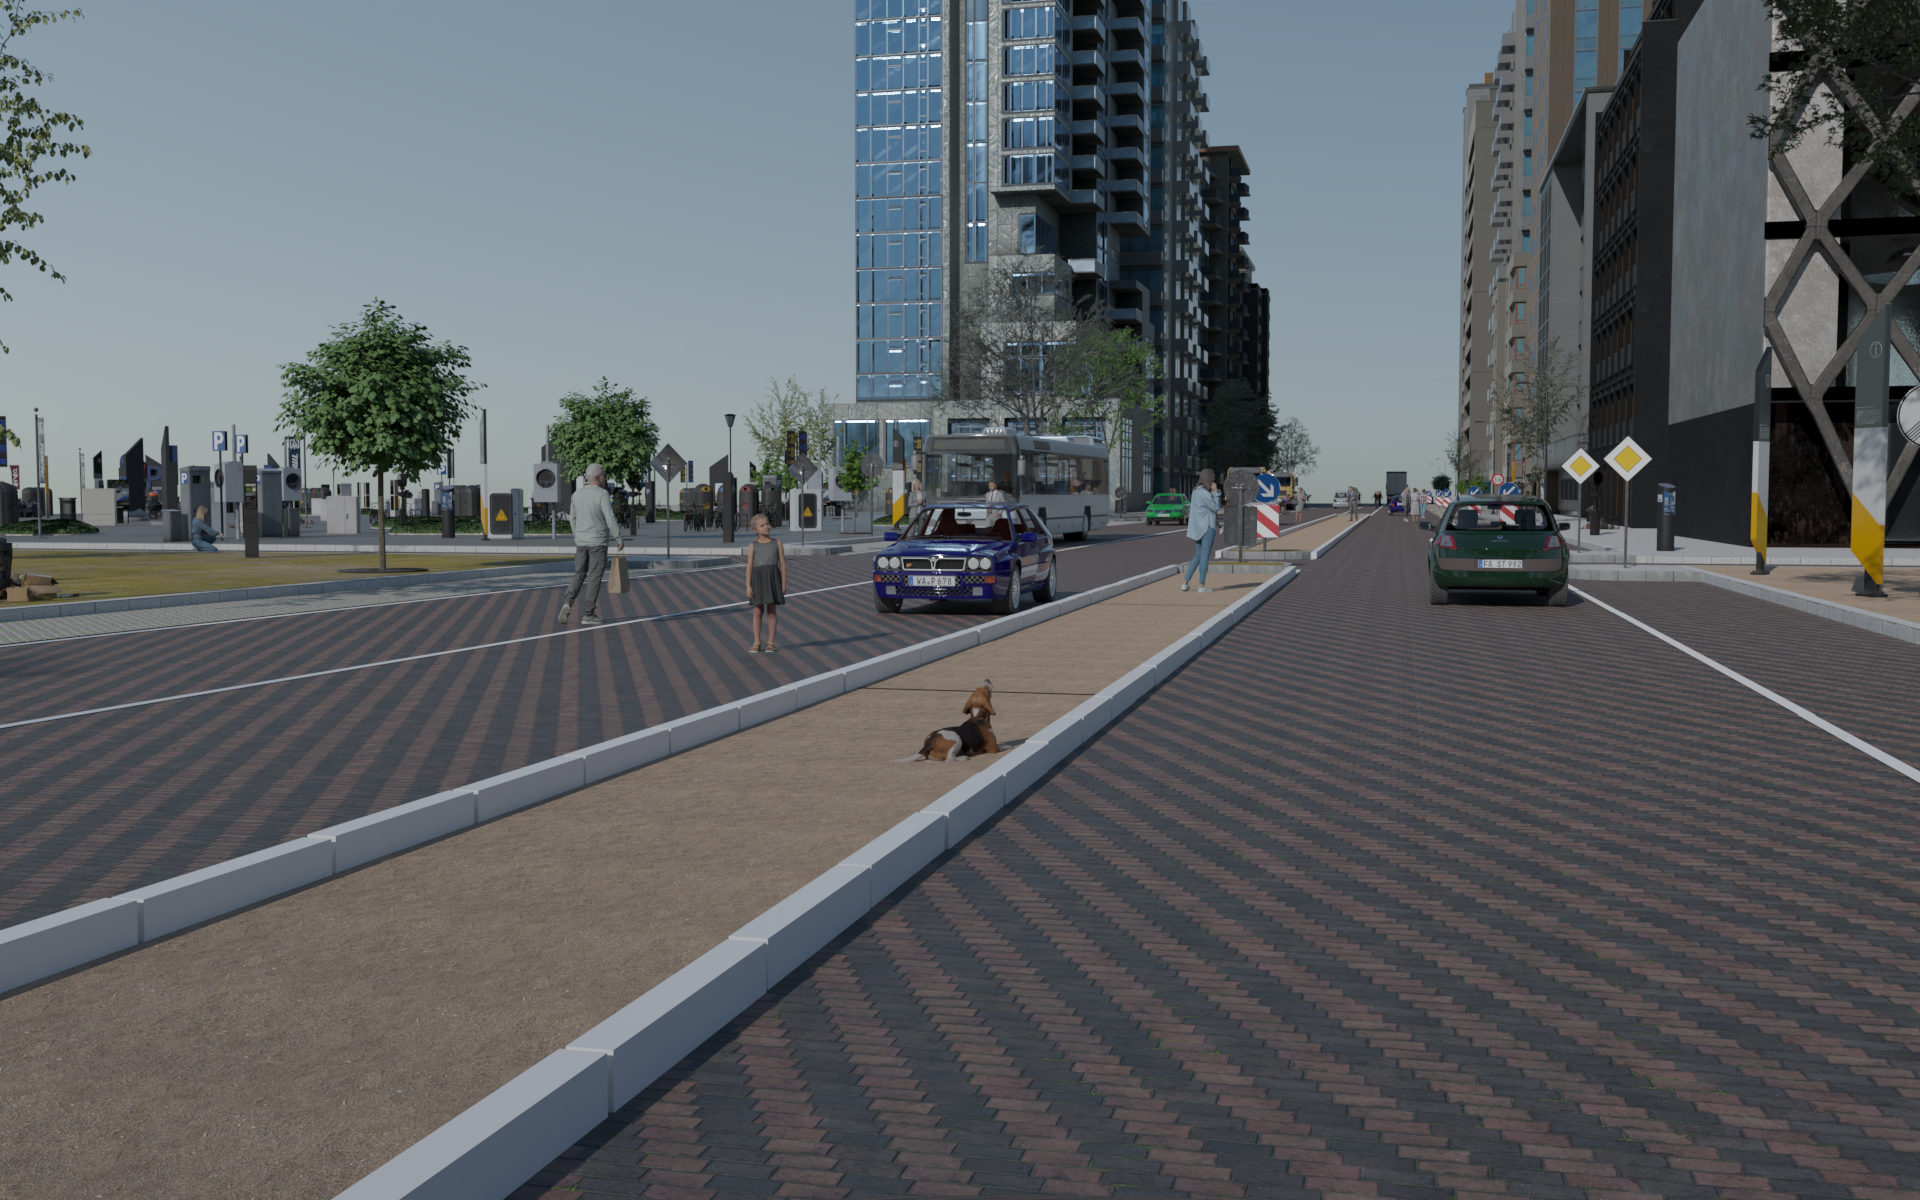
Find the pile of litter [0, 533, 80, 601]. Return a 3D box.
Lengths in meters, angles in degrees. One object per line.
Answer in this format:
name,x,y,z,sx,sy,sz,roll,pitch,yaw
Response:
pile of litter,-11.535,-0.434,21.057,1.176,0.858,1.719,3,4,37

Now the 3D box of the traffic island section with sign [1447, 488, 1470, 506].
traffic island section with sign,25.441,-4.741,86.147,1.989,1.847,2.006,1,4,14

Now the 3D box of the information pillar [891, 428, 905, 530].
information pillar,-2.173,-4.265,61.088,0.504,3.616,0.183,2,4,35

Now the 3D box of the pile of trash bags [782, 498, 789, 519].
pile of trash bags,-8.678,-4.789,88.055,1.912,1.369,3.447,1,4,22

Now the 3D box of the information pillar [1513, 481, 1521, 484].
information pillar,31.116,-5.648,96.838,0.304,2.012,0.304,-3,4,-39

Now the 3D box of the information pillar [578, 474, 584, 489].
information pillar,-17.711,-5.483,81.007,0.183,3.616,0.504,-3,5,-41

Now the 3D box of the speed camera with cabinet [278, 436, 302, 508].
speed camera with cabinet,-23.378,-3.934,58.649,0.660,3.252,2.038,3,5,41

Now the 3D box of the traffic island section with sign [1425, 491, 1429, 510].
traffic island section with sign,44.390,-9.316,160.949,1.989,1.847,2.006,1,4,14

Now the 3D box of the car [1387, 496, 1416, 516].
car,29.656,-6.336,116.179,1.945,1.354,3.894,1,4,12

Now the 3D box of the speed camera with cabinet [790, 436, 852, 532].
speed camera with cabinet,-4.720,-3.943,58.808,2.038,3.252,0.660,-1,4,-22

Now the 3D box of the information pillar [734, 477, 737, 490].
information pillar,-9.987,-4.380,76.101,0.304,2.012,0.304,1,4,22

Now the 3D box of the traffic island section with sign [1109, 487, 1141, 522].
traffic island section with sign,8.381,-5.001,90.387,1.989,1.847,2.006,1,4,14

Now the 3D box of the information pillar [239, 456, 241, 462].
information pillar,-44.224,-7.051,106.633,0.183,3.616,0.504,-3,4,-37

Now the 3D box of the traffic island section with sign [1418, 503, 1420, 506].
traffic island section with sign,57.733,-12.540,213.660,1.989,1.847,2.006,1,4,14

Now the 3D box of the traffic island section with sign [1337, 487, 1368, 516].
traffic island section with sign,25.378,-6.346,111.892,2.006,1.907,1.989,1,4,14

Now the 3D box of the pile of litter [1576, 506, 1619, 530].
pile of litter,23.345,-3.018,63.307,1.176,0.858,1.719,-1,4,-13

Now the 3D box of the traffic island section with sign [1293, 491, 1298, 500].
traffic island section with sign,47.508,-14.446,244.817,1.989,1.847,2.006,1,4,14

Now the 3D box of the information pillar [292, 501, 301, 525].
information pillar,-26.631,-3.964,69.302,0.304,2.012,0.304,2,4,30

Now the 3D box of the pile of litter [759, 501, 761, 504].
pile of litter,-13.088,-6.169,114.820,1.719,0.858,1.176,-3,5,-39

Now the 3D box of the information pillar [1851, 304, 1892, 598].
information pillar,11.366,-1.850,21.603,0.183,3.616,0.504,-1,4,-13

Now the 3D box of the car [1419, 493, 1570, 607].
car,7.269,-0.841,23.534,2.009,1.686,4.222,1,4,15

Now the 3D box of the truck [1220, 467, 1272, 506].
truck,21.229,-8.032,127.254,3.469,3.379,9.791,1,4,14

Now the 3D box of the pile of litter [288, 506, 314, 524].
pile of litter,-28.908,-3.777,75.723,1.176,0.858,1.719,-2,4,-32

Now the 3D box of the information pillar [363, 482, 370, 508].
information pillar,-36.910,-6.317,107.780,0.304,2.012,0.304,-3,5,-42

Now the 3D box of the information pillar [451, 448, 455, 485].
information pillar,-25.952,-5.948,88.608,0.183,3.616,0.504,-2,4,-31

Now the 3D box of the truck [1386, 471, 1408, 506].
truck,55.223,-14.075,219.046,2.839,4.237,11.283,1,4,15

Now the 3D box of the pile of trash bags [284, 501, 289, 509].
pile of trash bags,-36.731,-5.110,93.308,3.447,1.369,1.912,2,4,31

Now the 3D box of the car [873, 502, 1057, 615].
car,0.116,-0.570,21.901,1.945,1.354,3.894,1,4,13

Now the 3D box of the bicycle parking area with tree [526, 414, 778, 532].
bicycle parking area with tree,-10.842,-4.595,62.126,8.231,4.147,9.016,1,4,19

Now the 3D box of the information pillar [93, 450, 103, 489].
information pillar,-45.913,-6.174,92.298,0.183,3.616,0.504,2,4,33

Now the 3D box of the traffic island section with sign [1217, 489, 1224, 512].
traffic island section with sign,20.619,-7.953,138.660,1.989,1.847,2.006,1,4,14

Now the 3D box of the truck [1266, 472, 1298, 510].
truck,28.740,-9.783,155.868,3.469,3.379,9.791,1,4,12

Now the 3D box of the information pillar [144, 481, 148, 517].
information pillar,-46.492,-5.756,98.597,0.304,2.012,0.304,2,4,26

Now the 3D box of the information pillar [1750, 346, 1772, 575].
information pillar,12.668,-2.203,27.377,0.183,3.616,0.504,3,5,44

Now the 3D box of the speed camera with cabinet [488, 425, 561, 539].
speed camera with cabinet,-12.467,-3.367,49.386,2.038,3.252,0.660,0,4,-3

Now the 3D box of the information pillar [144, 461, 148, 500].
information pillar,-53.603,-7.492,113.850,0.183,3.616,0.504,1,4,14

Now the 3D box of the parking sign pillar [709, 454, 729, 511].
parking sign pillar,-16.265,-7.865,117.061,1.447,3.967,1.447,0,4,4

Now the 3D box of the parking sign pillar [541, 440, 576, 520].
parking sign pillar,-15.631,-4.833,67.498,1.447,3.967,1.447,1,4,17

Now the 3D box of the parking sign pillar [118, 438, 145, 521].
parking sign pillar,-39.293,-5.729,82.147,1.447,3.967,1.447,1,4,11

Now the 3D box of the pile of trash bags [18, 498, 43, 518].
pile of trash bags,-51.576,-5.123,93.520,1.912,1.369,3.447,2,4,30

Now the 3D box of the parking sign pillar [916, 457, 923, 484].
parking sign pillar,-1.762,-6.548,95.532,1.447,3.967,1.447,0,4,-6

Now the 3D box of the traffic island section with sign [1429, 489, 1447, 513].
traffic island section with sign,37.564,-7.669,134.018,1.989,1.847,2.006,1,4,14

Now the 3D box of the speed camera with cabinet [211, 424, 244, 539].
speed camera with cabinet,-21.263,-3.379,49.575,2.038,3.252,0.660,3,5,41

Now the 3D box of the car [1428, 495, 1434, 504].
car,62.698,-13.635,232.518,1.945,1.707,3.694,1,4,13

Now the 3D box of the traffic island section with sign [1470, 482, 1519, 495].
traffic island section with sign,18.683,-3.110,59.473,1.989,1.847,2.006,1,4,14

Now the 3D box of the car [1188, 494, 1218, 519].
car,13.861,-5.506,99.618,1.945,1.707,3.694,1,4,13

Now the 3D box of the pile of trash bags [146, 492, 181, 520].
pile of trash bags,-40.163,-4.755,87.494,3.447,1.369,1.912,3,5,42

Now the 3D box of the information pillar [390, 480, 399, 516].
information pillar,-28.680,-5.096,87.812,0.304,2.012,0.304,2,4,24

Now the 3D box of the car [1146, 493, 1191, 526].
car,9.714,-4.372,80.283,1.959,1.807,4.718,1,4,14

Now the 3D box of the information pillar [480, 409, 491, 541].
information pillar,-13.148,-3.455,47.836,0.183,3.616,0.504,-2,4,-28

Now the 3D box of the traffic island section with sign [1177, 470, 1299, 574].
traffic island section with sign,5.106,-1.451,31.865,2.006,1.907,1.989,1,4,14

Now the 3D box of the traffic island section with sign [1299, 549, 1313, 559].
traffic island section with sign,6.934,-1.890,39.044,2.006,1.907,1.989,1,4,14

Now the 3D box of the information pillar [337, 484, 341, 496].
information pillar,-43.301,-7.121,120.920,0.304,2.012,0.304,0,4,4

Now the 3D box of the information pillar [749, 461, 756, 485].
information pillar,-14.539,-7.960,121.501,0.504,3.616,0.183,-1,4,-22
